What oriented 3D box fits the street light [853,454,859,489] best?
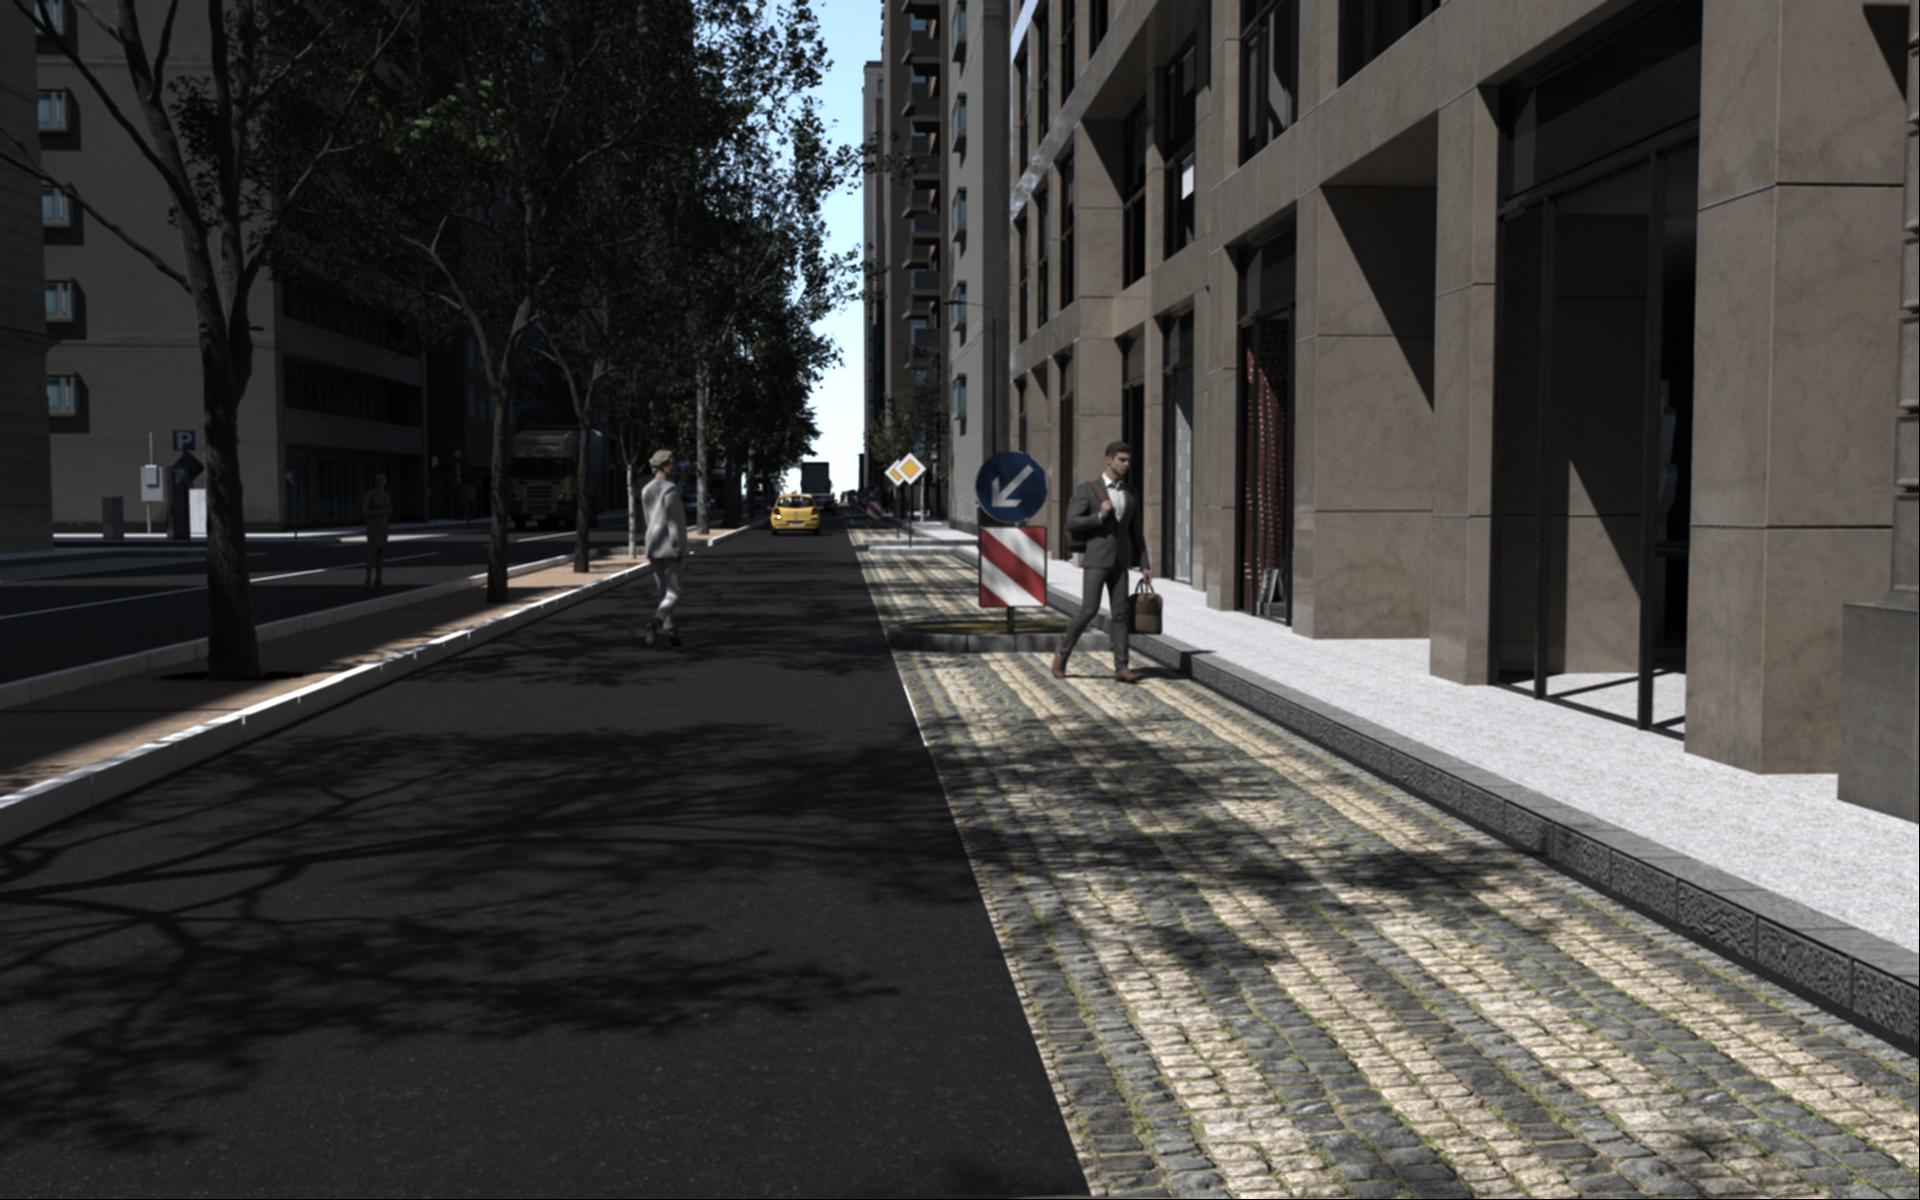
[{"bbox_3d":[-11.356,-13.962,200.819,1.470,5.913,1.316,0,4,-4],"label":"street light"}]

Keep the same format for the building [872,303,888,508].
[{"bbox_3d":[5.430,-20.008,172.174,27.650,21.520,28.899,0,4,-4],"label":"building"}]

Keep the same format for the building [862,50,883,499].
[{"bbox_3d":[-2.770,-42.571,238.027,21.231,58.520,28.212,0,4,-4],"label":"building"}]

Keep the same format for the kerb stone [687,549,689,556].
[{"bbox_3d":[-6.380,-1.094,40.144,0.120,0.150,1.000,0,4,-4],"label":"kerb stone"}]

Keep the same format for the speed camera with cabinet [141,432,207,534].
[{"bbox_3d":[-25.106,-3.744,55.556,2.038,3.252,0.660,0,4,-5],"label":"speed camera with cabinet"}]

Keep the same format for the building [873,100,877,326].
[{"bbox_3d":[-2.578,-33.190,192.760,14.600,45.320,14.200,0,4,-4],"label":"building"}]

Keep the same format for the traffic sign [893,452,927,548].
[{"bbox_3d":[-1.195,-2.314,41.483,0.795,2.450,0.064,0,4,-4],"label":"traffic sign"}]

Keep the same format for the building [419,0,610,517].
[{"bbox_3d":[-31.254,-28.391,114.305,14.600,45.320,14.200,0,4,-4],"label":"building"}]

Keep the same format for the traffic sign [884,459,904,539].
[{"bbox_3d":[-1.773,-2.802,49.448,0.795,2.450,0.064,0,4,-4],"label":"traffic sign"}]

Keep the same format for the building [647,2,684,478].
[{"bbox_3d":[-44.997,-55.438,219.090,22.319,86.520,31.000,0,4,-4],"label":"building"}]

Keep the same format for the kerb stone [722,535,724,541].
[{"bbox_3d":[-7.233,-1.815,51.930,0.120,0.150,1.000,0,4,-4],"label":"kerb stone"}]

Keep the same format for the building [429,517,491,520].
[{"bbox_3d":[-32.131,-27.028,92.025,14.600,45.320,14.200,0,4,-4],"label":"building"}]

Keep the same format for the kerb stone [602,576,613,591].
[{"bbox_3d":[-5.341,-0.221,25.829,0.120,0.150,1.000,0,4,-4],"label":"kerb stone"}]

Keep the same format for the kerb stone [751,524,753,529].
[{"bbox_3d":[-8.490,-2.884,69.345,0.120,0.150,1.000,0,4,-4],"label":"kerb stone"}]

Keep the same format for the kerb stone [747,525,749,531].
[{"bbox_3d":[-8.274,-2.693,66.271,0.120,0.150,1.000,0,4,-4],"label":"kerb stone"}]

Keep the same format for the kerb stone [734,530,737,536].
[{"bbox_3d":[-7.669,-2.195,58.084,0.120,0.150,1.000,0,4,-4],"label":"kerb stone"}]

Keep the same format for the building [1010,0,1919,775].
[{"bbox_3d":[11.999,-13.469,24.726,19.350,26.468,34.151,0,4,-4],"label":"building"}]

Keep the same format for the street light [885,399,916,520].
[{"bbox_3d":[-2.869,-6.868,84.831,1.470,5.913,1.316,0,4,-4],"label":"street light"}]

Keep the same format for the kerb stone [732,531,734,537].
[{"bbox_3d":[-7.606,-2.132,57.060,0.120,0.150,1.000,0,4,-4],"label":"kerb stone"}]

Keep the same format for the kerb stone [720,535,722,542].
[{"bbox_3d":[-7.165,-1.756,50.908,0.120,0.150,1.000,0,4,-4],"label":"kerb stone"}]

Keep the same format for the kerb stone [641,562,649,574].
[{"bbox_3d":[-5.709,-0.535,30.940,0.120,0.150,1.000,0,4,-4],"label":"kerb stone"}]

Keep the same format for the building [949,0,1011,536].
[{"bbox_3d":[10.365,-26.710,60.417,21.600,48.544,21.300,0,4,-4],"label":"building"}]

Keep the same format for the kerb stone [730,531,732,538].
[{"bbox_3d":[-7.533,-2.069,56.030,0.120,0.150,1.000,0,4,-4],"label":"kerb stone"}]

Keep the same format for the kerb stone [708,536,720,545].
[{"bbox_3d":[-7.086,-1.693,49.889,0.120,0.150,1.000,0,4,-4],"label":"kerb stone"}]

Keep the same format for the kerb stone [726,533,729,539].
[{"bbox_3d":[-7.376,-1.944,53.979,0.120,0.150,1.000,0,4,-4],"label":"kerb stone"}]

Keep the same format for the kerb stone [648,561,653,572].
[{"bbox_3d":[-5.783,-0.595,31.961,0.120,0.150,1.000,0,4,-4],"label":"kerb stone"}]

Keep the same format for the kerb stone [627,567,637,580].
[{"bbox_3d":[-5.556,-0.408,28.901,0.120,0.150,1.000,0,4,-4],"label":"kerb stone"}]

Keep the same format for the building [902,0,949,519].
[{"bbox_3d":[8.002,-27.135,98.289,22.147,44.769,28.867,0,4,-4],"label":"building"}]

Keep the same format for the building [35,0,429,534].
[{"bbox_3d":[-33.606,-26.975,64.742,21.300,48.544,21.600,0,4,-4],"label":"building"}]

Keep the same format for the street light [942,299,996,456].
[{"bbox_3d":[0.275,-4.220,41.540,1.470,5.913,1.316,0,4,-4],"label":"street light"}]

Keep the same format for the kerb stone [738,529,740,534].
[{"bbox_3d":[-7.823,-2.316,60.135,0.120,0.150,1.000,0,4,-4],"label":"kerb stone"}]

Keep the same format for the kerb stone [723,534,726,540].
[{"bbox_3d":[-7.313,-1.881,52.951,0.120,0.150,1.000,0,4,-4],"label":"kerb stone"}]

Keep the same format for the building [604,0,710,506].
[{"bbox_3d":[-45.956,-49.406,246.034,20.563,71.187,20.611,0,4,-4],"label":"building"}]

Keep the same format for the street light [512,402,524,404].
[{"bbox_3d":[-22.733,-7.035,87.567,1.470,5.913,1.316,0,4,-4],"label":"street light"}]

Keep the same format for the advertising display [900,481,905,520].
[{"bbox_3d":[-2.866,-4.958,86.283,0.123,1.923,0.974,0,4,-7],"label":"advertising display"}]

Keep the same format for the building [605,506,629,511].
[{"bbox_3d":[-39.133,-43.678,152.386,20.563,71.187,20.611,0,4,-4],"label":"building"}]

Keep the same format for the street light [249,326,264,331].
[{"bbox_3d":[-19.944,-4.617,48.022,1.470,5.913,1.316,0,4,-4],"label":"street light"}]

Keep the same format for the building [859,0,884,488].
[{"bbox_3d":[-4.388,-58.391,267.359,22.319,86.520,31.000,0,4,-4],"label":"building"}]

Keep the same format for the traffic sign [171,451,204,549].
[{"bbox_3d":[-17.947,-2.242,40.293,0.795,2.450,0.064,0,4,-4],"label":"traffic sign"}]

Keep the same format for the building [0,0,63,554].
[{"bbox_3d":[-41.544,-15.468,29.318,44.131,29.872,17.030,0,4,-4],"label":"building"}]

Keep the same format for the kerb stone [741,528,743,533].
[{"bbox_3d":[-7.977,-2.440,62.183,0.120,0.150,1.000,0,4,-4],"label":"kerb stone"}]

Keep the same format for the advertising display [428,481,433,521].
[{"bbox_3d":[-25.976,-4.804,83.758,0.974,1.923,0.123,1,4,12],"label":"advertising display"}]

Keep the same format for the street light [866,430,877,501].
[{"bbox_3d":[-5.810,-9.292,124.463,1.470,5.913,1.316,0,4,-4],"label":"street light"}]

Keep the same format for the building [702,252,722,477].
[{"bbox_3d":[-43.982,-37.583,264.584,14.600,45.320,14.200,0,4,-4],"label":"building"}]

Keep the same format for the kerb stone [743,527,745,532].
[{"bbox_3d":[-8.042,-2.505,63.203,0.120,0.150,1.000,0,4,-4],"label":"kerb stone"}]

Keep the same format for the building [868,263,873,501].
[{"bbox_3d":[-4.539,-27.250,217.235,14.160,30.474,14.107,0,4,-4],"label":"building"}]

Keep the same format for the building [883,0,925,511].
[{"bbox_3d":[0.542,-30.529,149.259,14.600,45.320,14.200,0,4,-4],"label":"building"}]

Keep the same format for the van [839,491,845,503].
[{"bbox_3d":[-17.558,-15.826,265.769,2.013,2.044,4.112,0,4,-5],"label":"van"}]

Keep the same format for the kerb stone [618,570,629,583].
[{"bbox_3d":[-5.491,-0.347,27.872,0.120,0.150,1.000,0,4,-4],"label":"kerb stone"}]

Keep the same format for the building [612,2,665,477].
[{"bbox_3d":[-44.812,-35.943,176.905,28.713,52.752,27.495,0,4,-4],"label":"building"}]

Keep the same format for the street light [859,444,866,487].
[{"bbox_3d":[-8.452,-11.572,161.738,1.470,5.913,1.316,0,4,-4],"label":"street light"}]

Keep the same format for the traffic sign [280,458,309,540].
[{"bbox_3d":[-18.525,-2.729,48.257,0.795,2.450,0.064,0,4,-4],"label":"traffic sign"}]

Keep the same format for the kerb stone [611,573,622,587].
[{"bbox_3d":[-5.407,-0.285,26.849,0.120,0.150,1.000,0,4,-4],"label":"kerb stone"}]

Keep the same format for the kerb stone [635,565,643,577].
[{"bbox_3d":[-5.635,-0.470,29.920,0.120,0.150,1.000,0,4,-4],"label":"kerb stone"}]
